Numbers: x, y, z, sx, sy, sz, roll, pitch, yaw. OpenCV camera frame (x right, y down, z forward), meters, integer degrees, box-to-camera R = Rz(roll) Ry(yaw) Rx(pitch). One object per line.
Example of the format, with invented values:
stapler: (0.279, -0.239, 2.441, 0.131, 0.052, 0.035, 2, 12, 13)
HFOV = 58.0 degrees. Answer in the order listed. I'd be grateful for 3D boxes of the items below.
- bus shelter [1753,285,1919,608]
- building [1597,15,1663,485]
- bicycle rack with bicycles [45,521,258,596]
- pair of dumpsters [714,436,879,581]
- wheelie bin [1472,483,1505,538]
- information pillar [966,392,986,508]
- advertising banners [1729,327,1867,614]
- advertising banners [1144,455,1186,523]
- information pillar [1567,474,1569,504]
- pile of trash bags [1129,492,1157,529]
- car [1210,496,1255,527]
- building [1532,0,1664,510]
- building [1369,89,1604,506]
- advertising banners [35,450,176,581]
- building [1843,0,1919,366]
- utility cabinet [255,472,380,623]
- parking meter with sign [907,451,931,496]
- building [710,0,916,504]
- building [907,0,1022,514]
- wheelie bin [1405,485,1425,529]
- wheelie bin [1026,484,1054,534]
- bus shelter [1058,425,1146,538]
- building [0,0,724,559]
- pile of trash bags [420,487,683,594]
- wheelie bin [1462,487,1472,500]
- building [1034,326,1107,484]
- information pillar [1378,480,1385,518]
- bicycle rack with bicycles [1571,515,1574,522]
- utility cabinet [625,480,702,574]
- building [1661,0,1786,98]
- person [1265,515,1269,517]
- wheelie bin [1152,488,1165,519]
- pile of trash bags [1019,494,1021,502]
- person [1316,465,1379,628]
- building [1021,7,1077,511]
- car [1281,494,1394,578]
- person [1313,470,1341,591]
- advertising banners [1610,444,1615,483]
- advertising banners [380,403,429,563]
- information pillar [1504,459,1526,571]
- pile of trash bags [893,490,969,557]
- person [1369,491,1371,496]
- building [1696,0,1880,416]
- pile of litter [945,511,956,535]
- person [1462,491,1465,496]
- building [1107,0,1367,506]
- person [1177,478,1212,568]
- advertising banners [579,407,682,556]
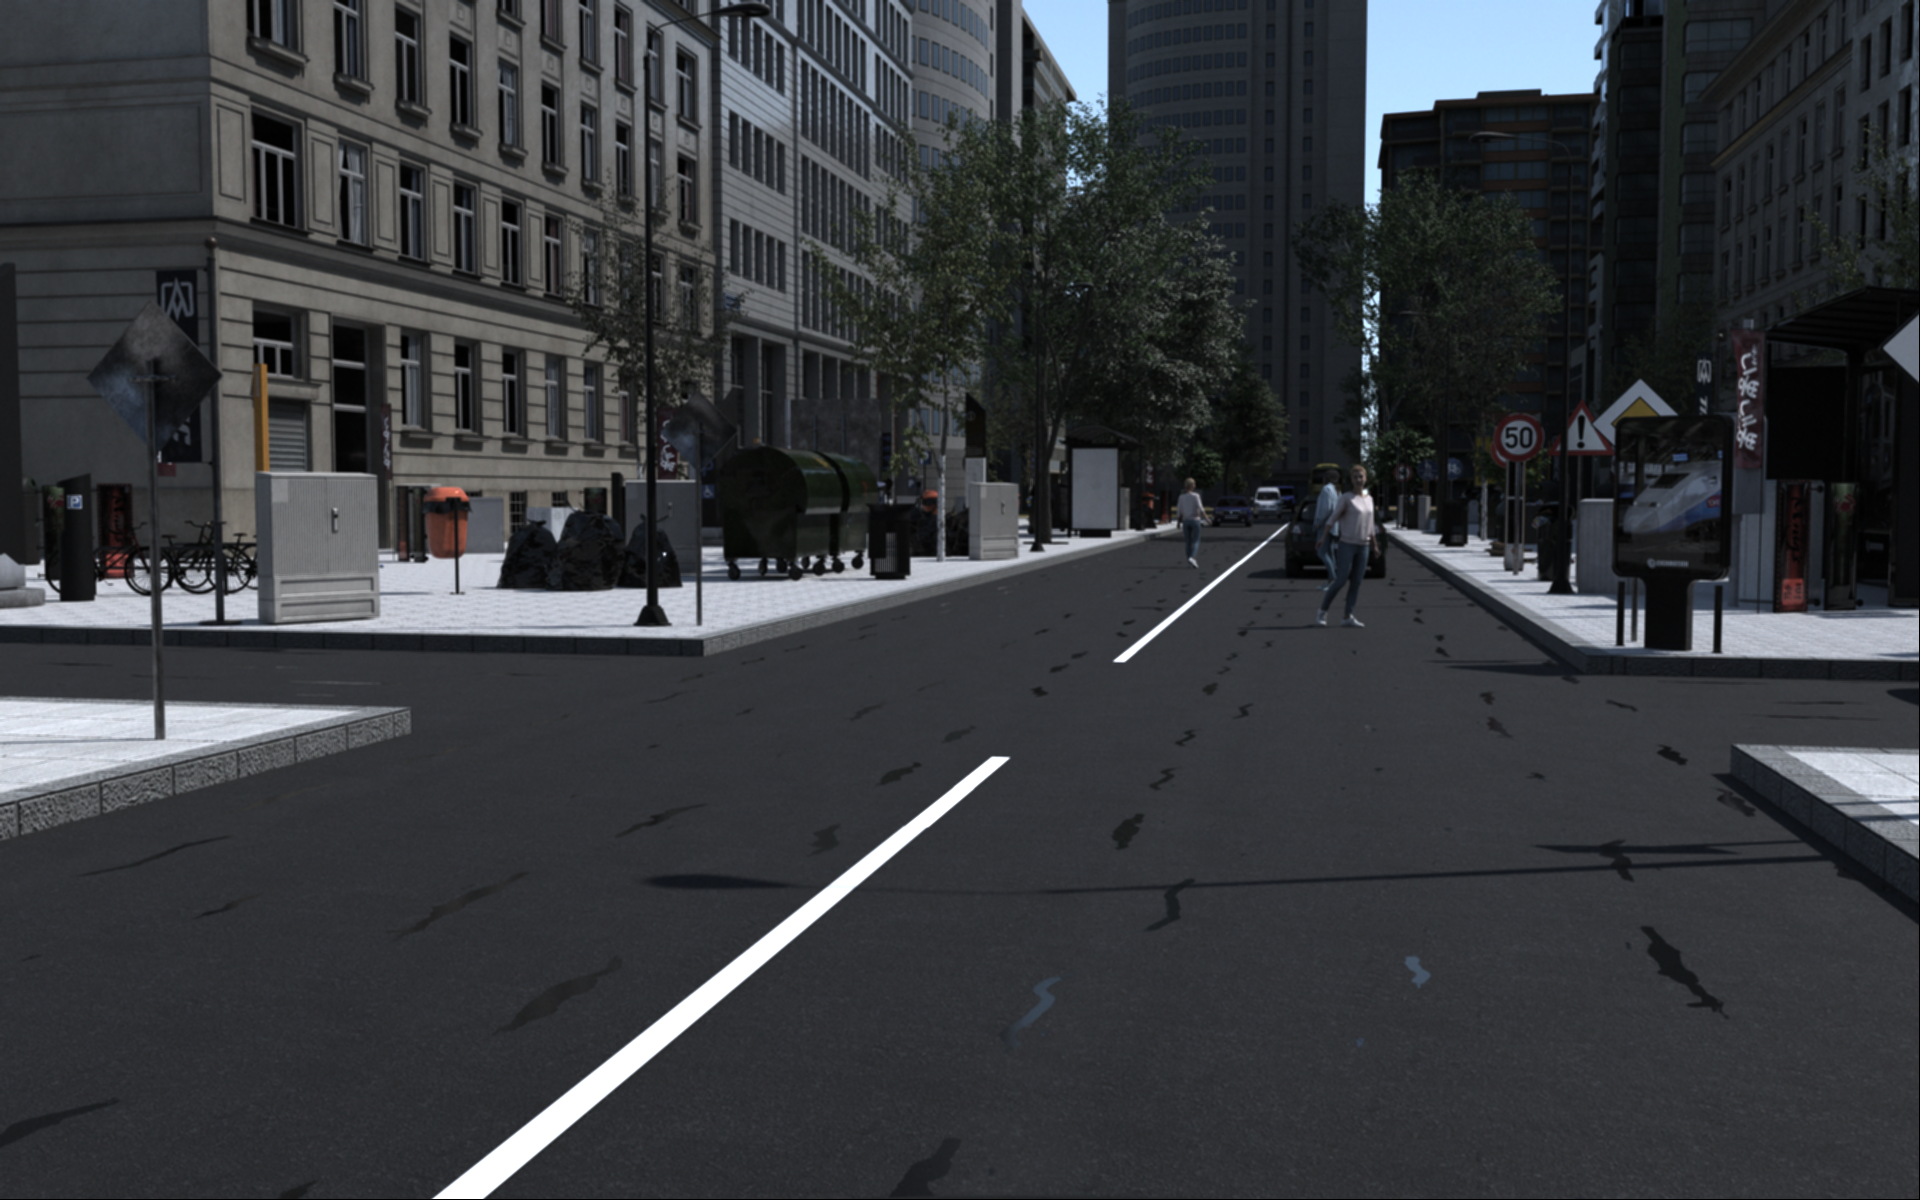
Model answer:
bus shelter: (11.673, -1.904, 22.407, 1.731, 3.624, 6.357, 1, 4, 12)
building: (47.026, -20.535, 107.447, 14.160, 30.474, 14.107, 1, 4, 12)
bicycle rack with bicycles: (-9.923, -0.569, 22.678, 2.925, 0.926, 2.852, 0, 4, 7)
pair of dumpsters: (-2.556, -1.536, 27.603, 1.574, 2.255, 4.437, 1, 4, 12)
wheelie bin: (15.450, -2.596, 50.347, 0.693, 1.594, 0.980, 2, 4, 31)
information pillar: (0.341, -2.947, 39.544, 0.504, 3.616, 0.183, 2, 4, 27)
advertising banners: (9.007, -1.374, 18.649, 2.074, 3.025, 0.090, -2, 4, -24)
advertising banners: (9.127, -4.913, 76.511, 2.074, 3.025, 0.090, 0, 4, 3)
information pillar: (21.983, -3.581, 63.036, 0.304, 2.012, 0.304, 1, 4, 11)
pile of trash bags: (6.491, -3.357, 64.647, 1.912, 1.369, 3.447, 2, 4, 26)
car: (12.064, -3.921, 76.694, 1.945, 1.354, 3.894, 1, 4, 11)
building: (55.671, -49.815, 127.141, 22.319, 86.520, 31.000, 1, 4, 12)
building: (59.156, -32.805, 190.979, 28.867, 44.769, 22.147, 1, 4, 12)
advertising banners: (-12.788, -1.831, 26.121, 2.074, 3.025, 0.090, -3, 4, -38)
building: (32.291, -11.771, 47.202, 10.420, 20.320, 16.860, 1, 4, 12)
utility cabinet: (-6.431, -0.533, 17.391, 0.318, 1.500, 1.173, 3, 4, 38)
parking meter with sign: (-1.829, -4.498, 69.802, 0.543, 3.016, 1.738, 2, 4, 28)
building: (-10.808, -18.357, 77.634, 11.434, 29.767, 29.804, 1, 4, 12)
building: (-8.852, -34.636, 108.304, 21.231, 58.520, 28.212, 1, 4, 12)
wheelie bin: (16.601, -3.382, 63.208, 0.693, 1.594, 0.980, 1, 4, 12)
wheelie bin: (2.628, -2.936, 55.913, 0.980, 1.594, 0.693, -3, 4, -39)
bus shelter: (4.435, -3.641, 53.451, 2.014, 3.302, 5.546, 1, 4, 12)
building: (-18.784, -13.193, 48.986, 16.112, 22.955, 30.059, 1, 4, 12)
pile of trash bags: (-5.575, -0.829, 23.311, 3.447, 1.369, 1.912, -3, 5, -43)
wheelie bin: (24.452, -4.574, 82.692, 0.980, 1.594, 0.693, -2, 4, -31)
building: (3.381, -22.058, 205.681, 28.899, 21.520, 27.650, 1, 4, 12)
information pillar: (20.882, -4.972, 85.782, 0.304, 2.012, 0.304, 2, 4, 25)
bicycle rack with bicycles: (25.076, -3.834, 76.062, 2.852, 0.926, 2.925, -1, 4, -19)
utility cabinet: (-4.675, -1.140, 27.321, 1.173, 1.500, 0.318, -1, 4, -11)
building: (45.082, -25.049, 93.149, 14.154, 41.232, 14.086, 1, 4, 12)
person: (18.954, -5.859, 107.534, 0.697, 1.427, 0.421, 0, 4, 7)
wheelie bin: (10.147, -4.925, 88.436, 0.980, 1.594, 0.693, 3, 5, 44)
pile of trash bags: (1.351, -4.563, 84.356, 3.447, 1.369, 1.912, -1, 4, -23)
person: (4.092, -0.581, 18.672, 0.731, 1.740, 0.598, -3, 4, -38)
building: (-3.795, -27.425, 140.275, 23.993, 40.220, 32.217, 1, 4, 12)
car: (6.761, -1.302, 31.071, 2.009, 1.686, 4.222, 1, 4, 13)
person: (5.491, -1.039, 25.749, 0.793, 1.790, 0.793, 0, 4, -5)
advertising banners: (17.032, -2.857, 42.896, 2.074, 3.025, 0.090, 0, 4, 5)
advertising banners: (-10.613, -2.252, 33.005, 0.090, 3.025, 2.074, -3, 5, -40)
information pillar: (9.257, -1.493, 28.904, 0.304, 2.012, 0.304, 1, 4, 15)
pile of trash bags: (-0.434, -1.661, 36.908, 1.912, 1.369, 3.447, -1, 4, -10)
person: (39.210, -9.573, 165.950, 0.436, 1.711, 0.756, 3, 5, 43)
building: (40.937, -14.431, 69.236, 16.112, 22.955, 30.059, 1, 4, 12)
pile of litter: (-0.440, -1.808, 43.531, 1.719, 0.858, 1.176, -2, 4, -29)
person: (48.523, -9.613, 166.616, 0.436, 1.711, 0.756, 1, 4, 18)
building: (31.144, -40.002, 196.027, 28.212, 58.520, 21.231, 1, 4, 12)
person: (4.527, -1.492, 33.568, 0.731, 1.740, 0.598, 1, 4, 18)
advertising banners: (-6.610, -2.365, 34.848, 2.074, 3.025, 0.090, 0, 4, -1)
